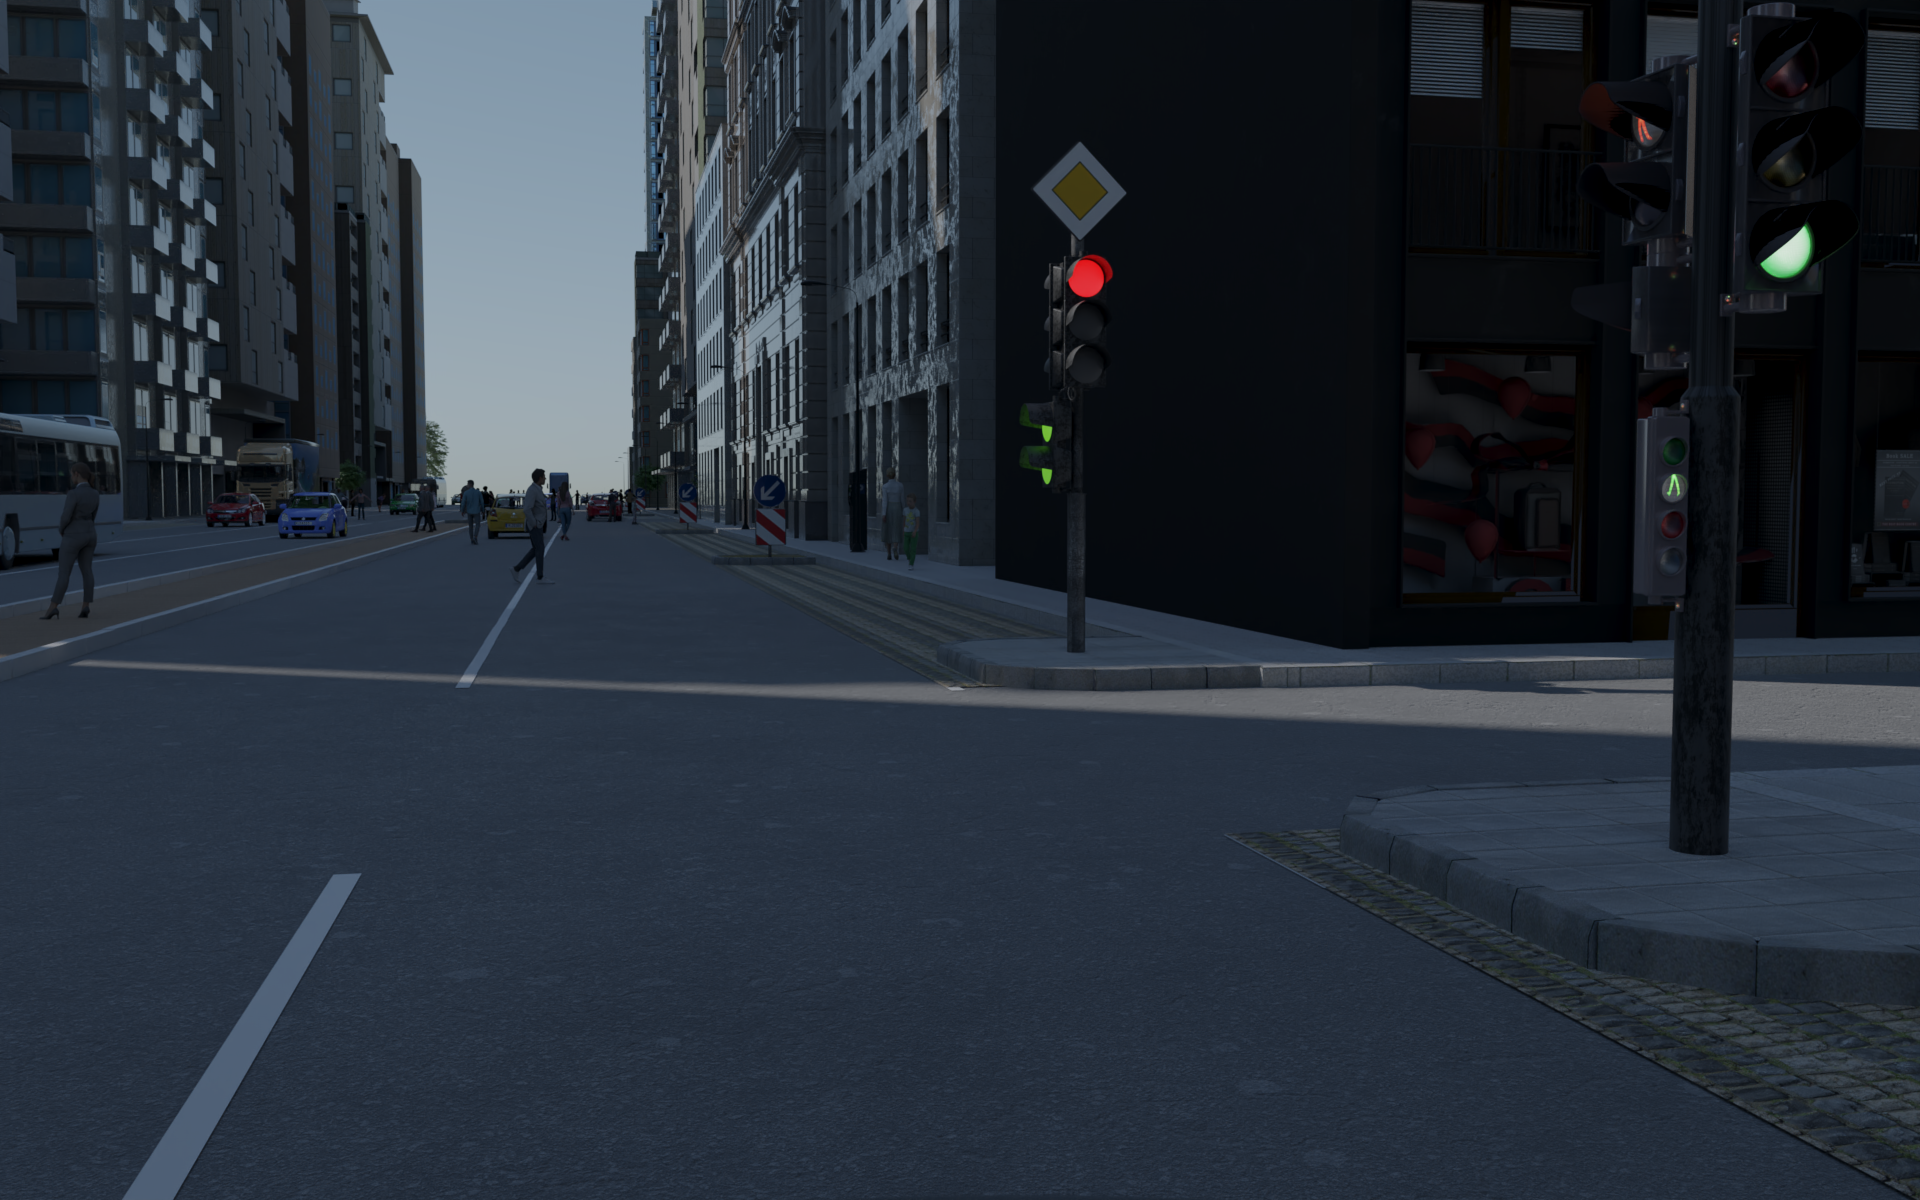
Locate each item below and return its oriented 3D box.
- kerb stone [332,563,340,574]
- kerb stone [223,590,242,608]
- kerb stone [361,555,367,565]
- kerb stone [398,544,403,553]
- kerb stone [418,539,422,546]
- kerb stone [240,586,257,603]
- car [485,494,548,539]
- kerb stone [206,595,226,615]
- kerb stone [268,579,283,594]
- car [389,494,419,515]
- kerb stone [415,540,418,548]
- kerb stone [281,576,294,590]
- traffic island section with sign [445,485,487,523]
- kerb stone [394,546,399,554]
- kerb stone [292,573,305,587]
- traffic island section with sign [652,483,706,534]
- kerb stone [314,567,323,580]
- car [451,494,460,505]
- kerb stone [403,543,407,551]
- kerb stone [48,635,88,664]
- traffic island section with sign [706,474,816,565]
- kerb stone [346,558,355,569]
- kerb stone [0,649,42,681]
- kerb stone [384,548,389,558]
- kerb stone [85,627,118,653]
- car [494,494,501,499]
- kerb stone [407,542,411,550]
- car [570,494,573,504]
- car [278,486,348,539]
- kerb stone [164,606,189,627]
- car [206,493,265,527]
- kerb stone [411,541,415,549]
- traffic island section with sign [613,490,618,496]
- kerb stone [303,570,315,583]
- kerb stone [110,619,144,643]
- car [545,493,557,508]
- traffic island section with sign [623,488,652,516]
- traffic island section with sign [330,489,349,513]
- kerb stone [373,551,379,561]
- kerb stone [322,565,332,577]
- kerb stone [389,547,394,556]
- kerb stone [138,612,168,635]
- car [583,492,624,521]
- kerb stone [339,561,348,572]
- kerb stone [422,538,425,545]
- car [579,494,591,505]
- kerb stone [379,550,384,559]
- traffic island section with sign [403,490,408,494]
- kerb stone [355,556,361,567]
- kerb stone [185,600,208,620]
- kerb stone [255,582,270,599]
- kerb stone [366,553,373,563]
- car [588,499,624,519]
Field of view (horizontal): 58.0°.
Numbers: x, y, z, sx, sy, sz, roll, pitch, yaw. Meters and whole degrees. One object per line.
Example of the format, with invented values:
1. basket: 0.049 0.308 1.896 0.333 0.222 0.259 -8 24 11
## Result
1. kerb stone: -11.279 -0.537 31.012 0.120 0.150 1.000 -1 4 -12
2. kerb stone: -9.318 0.012 22.000 0.120 0.150 1.000 -1 4 -12
3. kerb stone: -12.158 -0.785 35.022 0.120 0.150 1.000 -1 4 -12
4. kerb stone: -13.698 -1.209 42.029 0.120 0.150 1.000 -1 4 -12
5. kerb stone: -14.798 -1.519 47.045 0.120 0.150 1.000 -1 4 -12
6. kerb stone: -9.530 -0.049 23.003 0.120 0.150 1.000 -1 4 -12
7. car: -14.529 -2.843 56.703 2.015 1.641 3.980 -1 4 -12
8. kerb stone: -9.086 0.074 20.985 0.120 0.150 1.000 -1 4 -12
9. kerb stone: -9.967 -0.172 25.006 0.120 0.150 1.000 -1 4 -12
10. car: -38.267 -6.778 119.613 1.959 1.807 4.718 -1 4 -10
11. kerb stone: -14.575 -1.454 46.048 0.120 0.150 1.000 -1 4 -12
12. kerb stone: -10.187 -0.233 26.004 0.120 0.150 1.000 -1 4 -12
13. traffic island section with sign: -24.229 -4.710 85.137 2.006 1.907 1.989 -1 4 -12
14. kerb stone: -13.472 -1.152 41.032 0.120 0.150 1.000 -1 4 -12
15. kerb stone: -10.405 -0.293 27.012 0.120 0.150 1.000 -1 4 -12
16. traffic island section with sign: -9.971 -3.293 62.476 1.989 1.847 2.006 -1 4 -12
17. kerb stone: -10.843 -0.412 29.009 0.120 0.150 1.000 -1 4 -12
18. car: -66.332 -13.312 229.446 2.131 1.459 4.920 -1 4 -12
19. kerb stone: -13.916 -1.274 43.036 0.120 0.150 1.000 -1 4 -12
20. kerb stone: -7.769 0.444 14.979 0.120 0.150 1.000 -1 4 -12
21. traffic island section with sign: -4.090 -1.650 35.609 1.989 1.847 2.006 -1 4 -12
22. kerb stone: -11.710 -0.661 33.021 0.120 0.150 1.000 -1 4 -12
23. kerb stone: -7.545 0.506 13.974 0.120 0.150 1.000 -1 4 -12
24. kerb stone: -13.034 -1.029 39.032 0.120 0.150 1.000 -1 4 -12
25. kerb stone: -7.993 0.388 15.985 0.120 0.150 1.000 -1 4 -12
26. car: -47.903 -10.563 181.496 1.959 1.807 4.718 -1 4 -13
27. kerb stone: -14.139 -1.336 44.039 0.120 0.150 1.000 -1 4 -12
28. car: -52.155 -13.481 229.207 1.959 1.807 4.718 -1 4 -14
29. car: -21.230 -2.890 56.848 1.945 1.707 3.694 -1 4 -11
30. kerb stone: -8.652 0.198 18.980 0.120 0.150 1.000 -1 4 -12
31. car: -31.984 -4.126 76.494 2.155 1.783 4.494 -1 4 -11
32. kerb stone: -14.360 -1.397 45.042 0.120 0.150 1.000 -1 4 -12
33. traffic island section with sign: -26.525 -7.918 138.080 1.989 1.847 2.006 -1 4 -12
34. kerb stone: -10.621 -0.353 28.011 0.120 0.150 1.000 -1 4 -12
35. kerb stone: -8.216 0.320 16.982 0.120 0.150 1.000 -1 4 -12
36. car: -35.641 -8.629 150.680 1.945 1.707 3.694 -1 4 -11
37. traffic island section with sign: -20.727 -6.296 111.570 1.989 1.847 2.006 -1 4 -12
38. traffic island section with sign: -48.145 -7.630 133.375 1.989 1.847 2.006 -1 4 -12
39. kerb stone: -12.603 -0.907 37.026 0.120 0.150 1.000 -1 4 -12
40. kerb stone: -11.066 -0.472 30.009 0.120 0.150 1.000 -1 4 -12
41. kerb stone: -13.262 -1.091 40.028 0.120 0.150 1.000 -1 4 -12
42. kerb stone: -8.435 0.258 17.981 0.120 0.150 1.000 -1 4 -12
43. car: -18.948 -5.081 92.111 2.155 1.783 4.494 -1 4 -13
44. kerb stone: -11.496 -0.596 32.016 0.120 0.150 1.000 -1 4 -12
45. kerb stone: -15.015 -1.578 48.044 0.120 0.150 1.000 -1 4 -12
46. car: -48.550 -13.048 225.339 2.014 1.417 4.499 -1 4 -12
47. kerb stone: -12.816 -0.968 38.034 0.120 0.150 1.000 -1 4 -12
48. traffic island section with sign: -59.894 -10.916 187.104 1.989 1.847 2.006 -1 4 -12
49. kerb stone: -11.936 -0.723 34.025 0.120 0.150 1.000 -1 4 -12
50. kerb stone: -8.872 0.135 19.981 0.120 0.150 1.000 -1 4 -12
51. kerb stone: -9.749 -0.111 24.007 0.120 0.150 1.000 -1 4 -12
52. kerb stone: -12.382 -0.846 36.026 0.120 0.150 1.000 -1 4 -12
53. car: -20.739 -5.480 101.389 2.131 1.459 4.920 -1 4 -10
